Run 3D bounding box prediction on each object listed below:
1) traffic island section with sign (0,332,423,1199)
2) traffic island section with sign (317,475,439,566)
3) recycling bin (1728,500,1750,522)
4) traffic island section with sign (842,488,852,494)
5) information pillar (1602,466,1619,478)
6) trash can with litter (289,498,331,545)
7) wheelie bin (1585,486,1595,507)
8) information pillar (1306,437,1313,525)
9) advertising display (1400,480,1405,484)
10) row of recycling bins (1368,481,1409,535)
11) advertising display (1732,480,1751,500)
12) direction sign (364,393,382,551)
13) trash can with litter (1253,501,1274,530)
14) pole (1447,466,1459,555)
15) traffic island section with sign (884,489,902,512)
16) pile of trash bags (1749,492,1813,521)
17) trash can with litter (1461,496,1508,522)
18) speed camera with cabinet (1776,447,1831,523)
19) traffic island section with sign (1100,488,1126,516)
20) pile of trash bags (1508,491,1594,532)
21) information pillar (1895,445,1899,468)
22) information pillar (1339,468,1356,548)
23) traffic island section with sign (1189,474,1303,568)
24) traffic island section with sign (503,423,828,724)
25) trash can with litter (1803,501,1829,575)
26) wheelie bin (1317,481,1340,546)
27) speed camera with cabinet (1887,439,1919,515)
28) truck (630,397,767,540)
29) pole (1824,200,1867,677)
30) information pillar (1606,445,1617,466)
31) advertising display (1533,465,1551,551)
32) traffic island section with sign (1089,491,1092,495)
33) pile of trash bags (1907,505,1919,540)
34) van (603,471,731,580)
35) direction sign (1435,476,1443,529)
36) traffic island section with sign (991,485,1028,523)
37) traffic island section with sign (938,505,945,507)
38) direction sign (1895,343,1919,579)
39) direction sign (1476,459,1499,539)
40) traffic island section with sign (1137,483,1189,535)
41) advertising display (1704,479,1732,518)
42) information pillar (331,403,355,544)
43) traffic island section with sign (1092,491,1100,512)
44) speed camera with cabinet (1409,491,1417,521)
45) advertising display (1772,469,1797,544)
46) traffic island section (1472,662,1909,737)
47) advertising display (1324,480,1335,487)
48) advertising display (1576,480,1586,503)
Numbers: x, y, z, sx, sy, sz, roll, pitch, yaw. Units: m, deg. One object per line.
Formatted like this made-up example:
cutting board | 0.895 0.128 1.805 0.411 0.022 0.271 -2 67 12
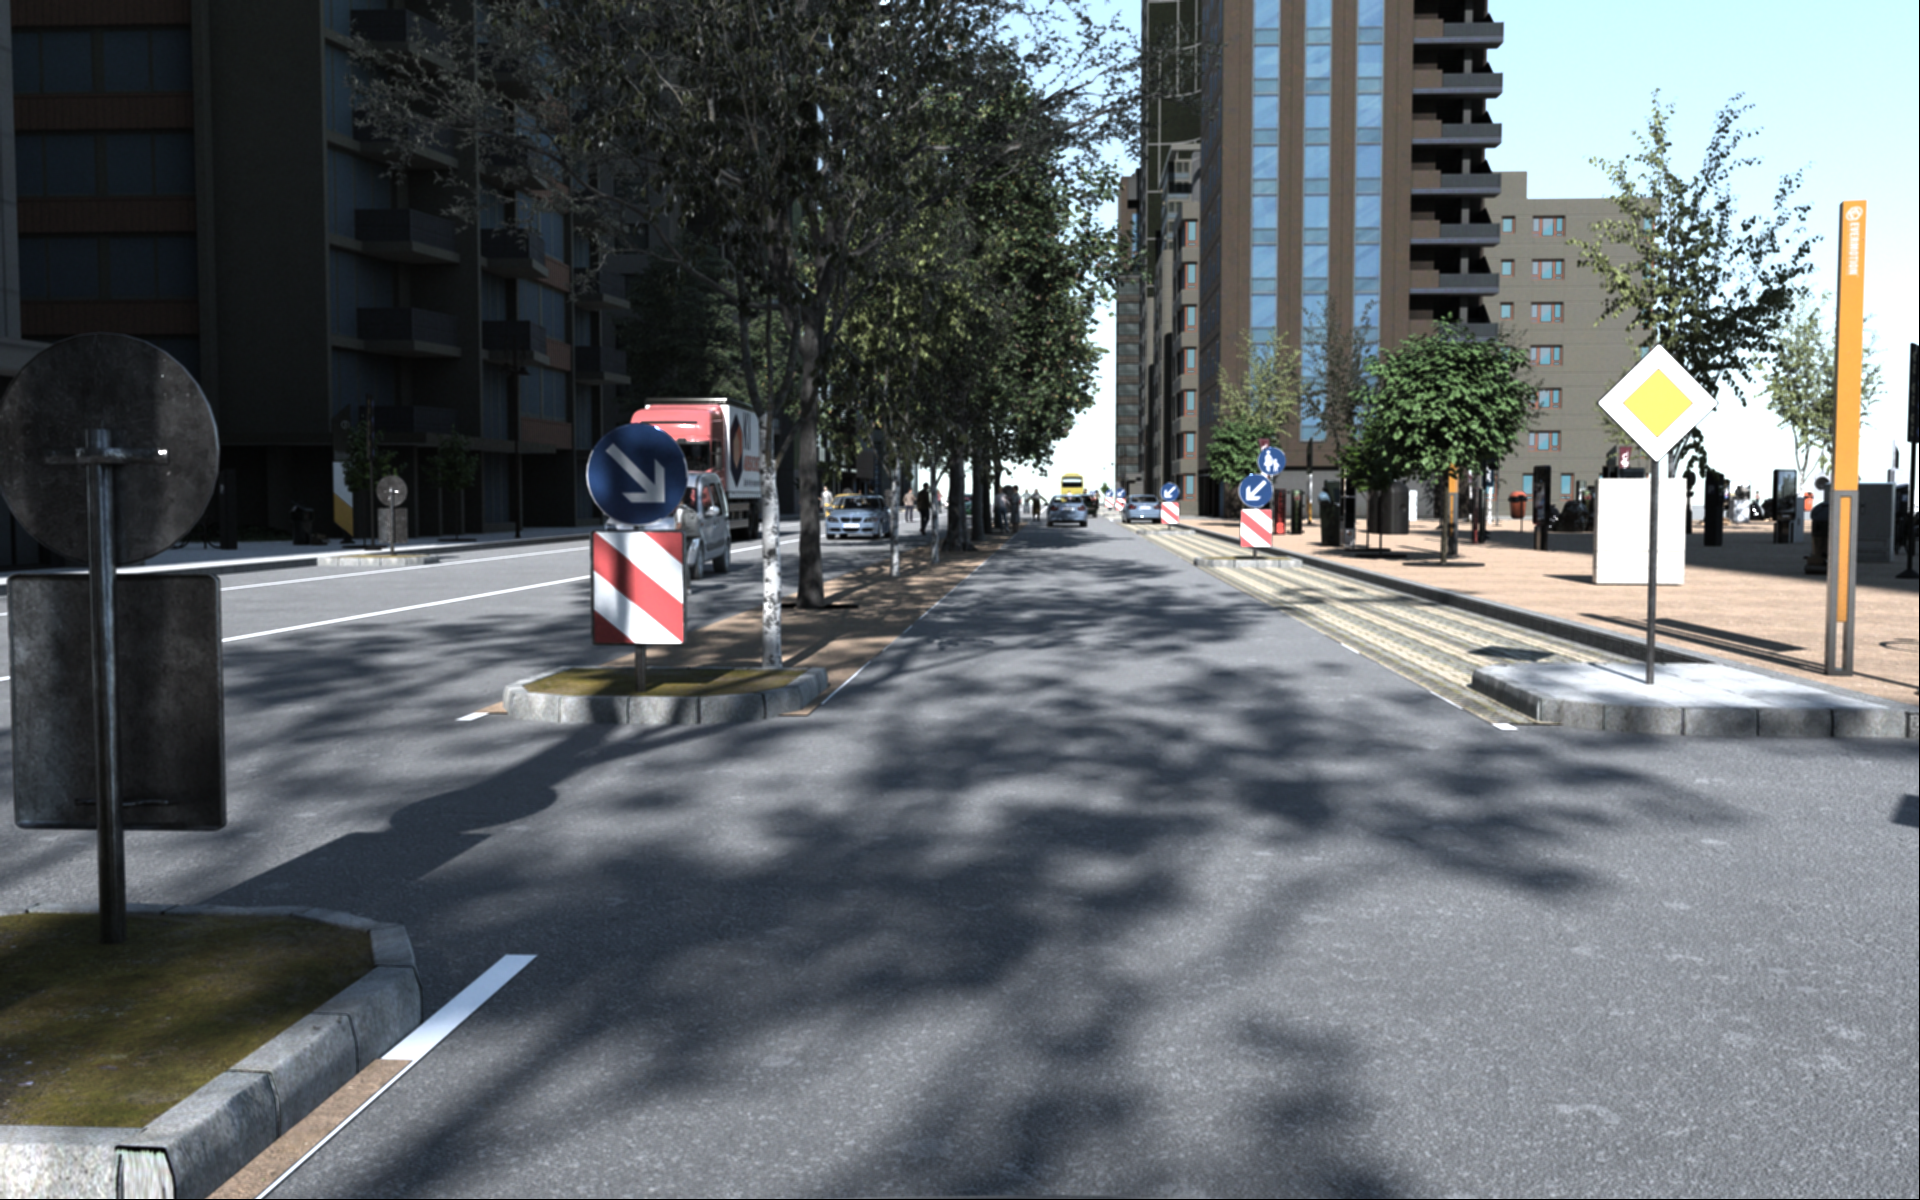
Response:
traffic island section with sign | -2.472 0.231 4.362 2.006 1.907 1.989 0 4 3
traffic island section with sign | -11.841 -1.647 35.551 1.989 1.847 2.006 0 4 3
recycling bin | 35.498 -4.062 78.963 0.722 1.027 0.722 0 4 -1
traffic island section with sign | -7.312 -6.358 112.584 1.989 1.847 2.006 0 4 3
information pillar | 16.877 -2.476 44.970 0.304 2.012 0.304 -1 4 -11
trash can with litter | -16.335 -1.969 43.588 1.055 1.170 0.624 1 4 17
wheelie bin | 24.421 -3.597 66.723 0.693 1.594 0.980 -2 4 -24
information pillar | 14.502 -4.925 71.882 0.183 3.616 0.504 0 4 -6
advertising display | 20.236 -4.527 79.225 0.123 1.923 0.974 0 4 6
row of recycling bins | 13.925 -3.024 56.552 1.069 1.692 3.534 0 4 5
advertising display | 36.888 -4.696 81.990 0.974 1.923 0.123 0 4 4
direction sign | -13.399 -2.901 39.429 0.379 3.537 0.876 -1 4 -10
trash can with litter | 8.604 -2.322 49.354 0.624 1.170 1.055 0 4 5
pole | 10.391 -2.606 36.452 0.158 3.312 0.155 0 3 0
traffic island section with sign | -5.738 -8.008 139.553 1.989 1.847 2.006 0 4 3
pile of trash bags | 39.884 -4.537 83.932 3.447 1.369 1.912 -1 4 -17
trash can with litter | 24.275 -4.239 80.361 2.233 1.210 1.678 2 4 24
speed camera with cabinet | 35.743 -4.831 73.324 2.038 3.252 0.660 2 4 27
traffic island section with sign | 10.227 -6.298 111.606 1.989 1.847 2.006 0 4 3
pile of trash bags | 20.154 -2.987 58.583 3.447 1.369 1.912 -1 4 -13
information pillar | 43.951 -5.505 81.369 0.183 3.616 0.504 1 4 11
information pillar | 9.268 -2.255 41.369 0.304 2.012 0.304 0 4 -7
traffic island section with sign | 5.692 -1.580 34.466 1.989 1.847 2.006 0 4 3
traffic island section with sign | -2.027 -0.221 11.756 2.006 1.907 1.989 0 4 3
trash can with litter | 13.972 -1.008 27.861 0.624 1.170 1.055 3 4 38
wheelie bin | 9.259 -2.133 42.777 0.980 1.594 0.693 -1 4 -23
speed camera with cabinet | 33.801 -4.131 61.875 0.660 3.252 2.038 1 4 8
truck | -7.818 -3.884 52.424 2.839 4.237 11.283 0 4 2
pole | 6.221 -1.121 12.164 0.158 3.312 0.155 0 3 0
information pillar | 31.233 -5.610 83.074 0.504 3.616 0.183 -1 4 -14
advertising display | 13.235 -2.092 39.421 0.123 1.923 0.974 0 4 3
traffic island section with sign | 15.039 -11.291 193.242 1.989 1.847 2.006 0 4 3
pile of trash bags | 28.174 -2.331 47.858 3.447 1.369 1.912 -1 4 -9
van | -5.099 -1.422 30.266 2.013 2.044 4.112 0 4 2
direction sign | 17.618 -4.365 63.372 0.876 3.537 0.379 0 4 3
traffic island section with sign | 2.377 -4.809 86.766 2.006 1.907 1.989 0 4 3
traffic island section with sign | -2.492 -11.364 194.428 1.989 1.847 2.006 0 4 3
direction sign | 14.484 -2.099 26.316 0.379 3.537 0.876 3 4 39
direction sign | 15.023 -3.523 49.598 0.379 3.537 0.876 -2 4 -29
traffic island section with sign | 7.284 -3.229 61.419 1.989 1.847 2.006 0 4 3
advertising display | 32.594 -4.242 74.578 0.974 1.923 0.123 2 4 31
information pillar | -15.926 -3.263 44.701 0.504 3.616 0.183 -3 4 -39
traffic island section with sign | 11.812 -7.944 138.514 1.989 1.847 2.006 0 4 3
speed camera with cabinet | 20.841 -5.394 82.529 0.660 3.252 2.038 -2 4 -32
advertising display | 21.458 -2.439 45.086 0.974 1.923 0.123 -3 4 -37
traffic island section | 4.677 0.647 11.702 2.009 0.180 2.903 0 4 3
advertising display | 17.050 -4.565 79.849 0.123 1.923 0.974 3 4 37
advertising display | 29.540 -4.721 82.403 0.123 1.923 0.974 3 5 39
